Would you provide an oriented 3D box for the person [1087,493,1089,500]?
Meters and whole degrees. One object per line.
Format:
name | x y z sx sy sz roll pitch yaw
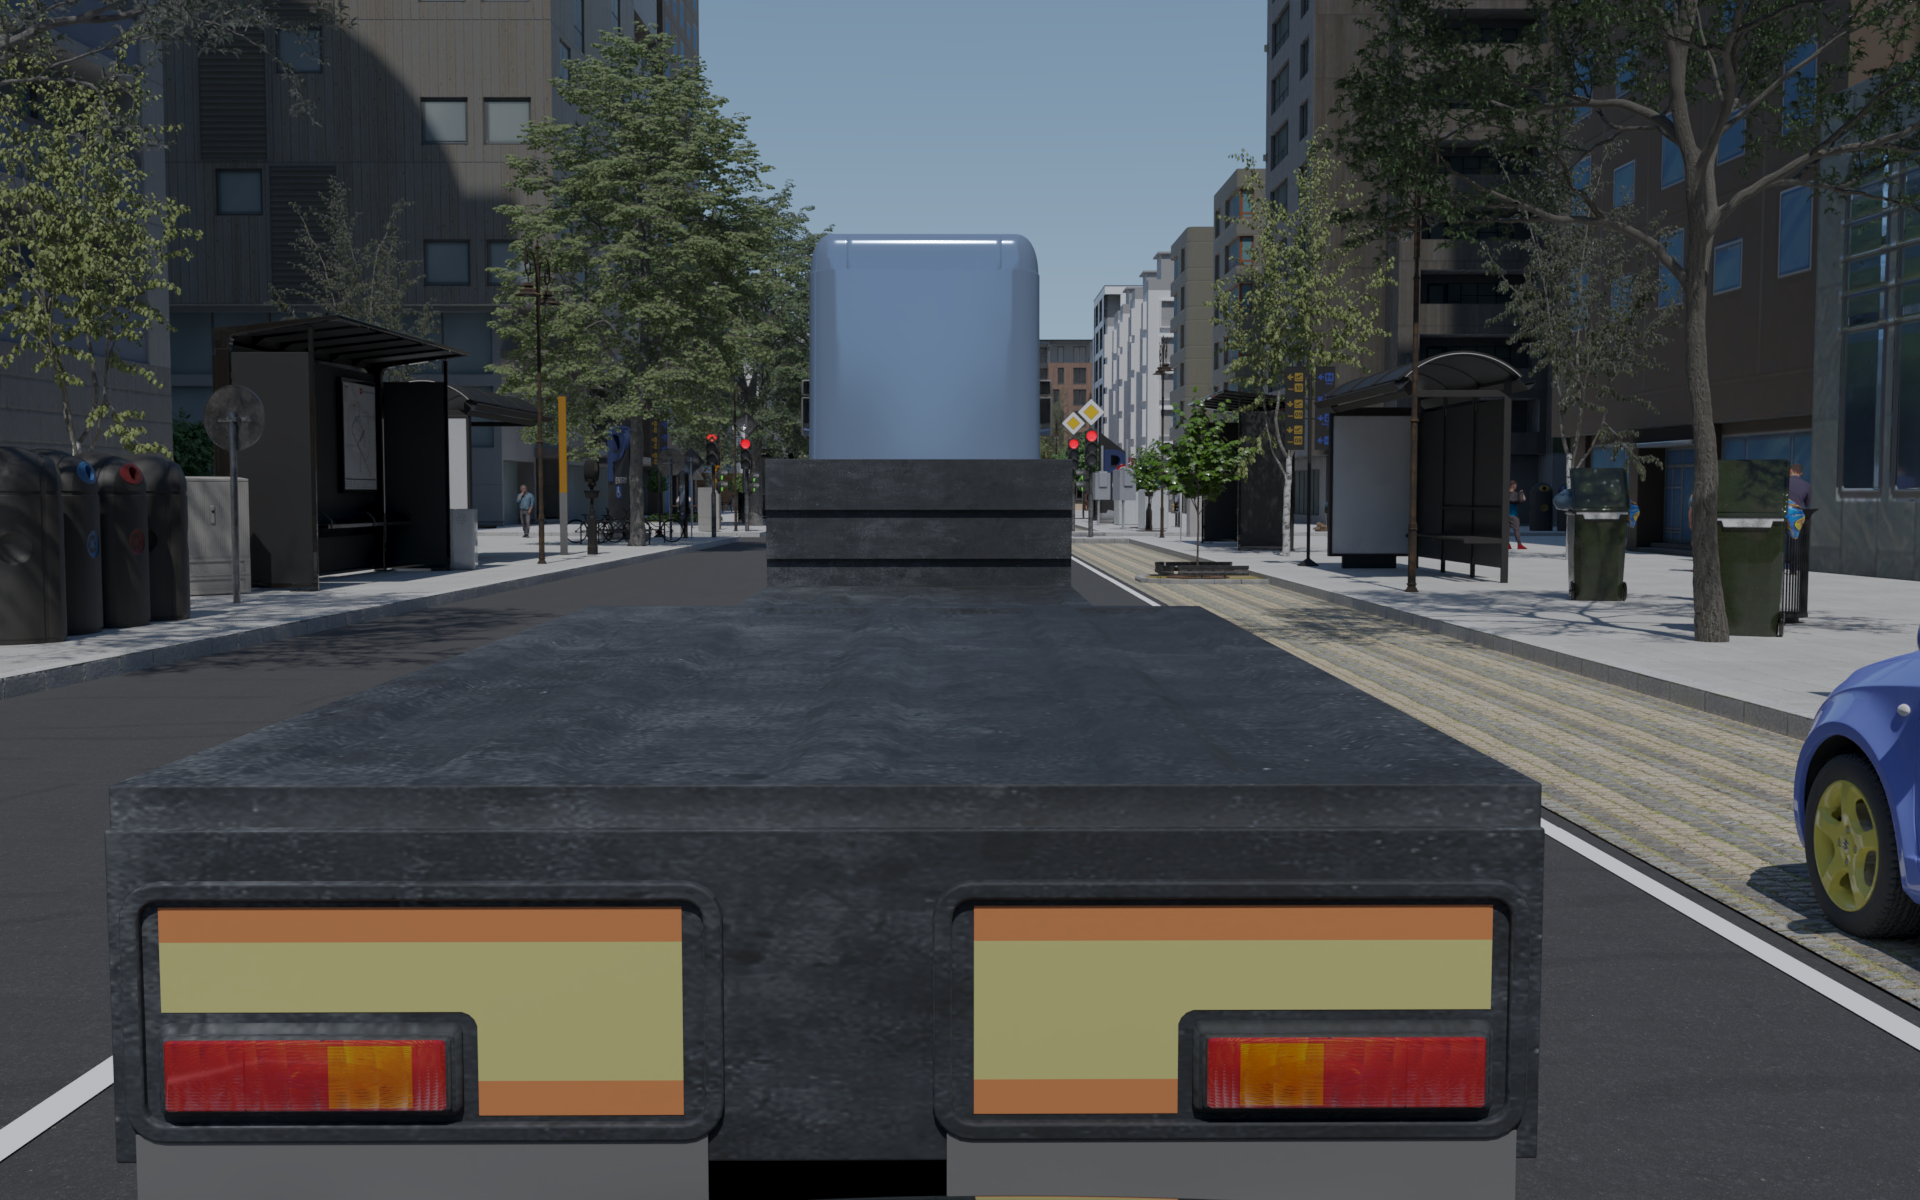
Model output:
person | 9.390 -7.228 125.035 0.431 1.722 0.655 0 4 -6

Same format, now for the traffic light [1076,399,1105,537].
traffic light | 3.844 -3.803 51.108 0.839 4.253 0.868 0 3 0

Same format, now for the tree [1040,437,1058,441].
tree | 6.640 -17.388 194.661 12.009 13.543 11.850 0 3 0

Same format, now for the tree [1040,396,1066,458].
tree | 6.004 -16.602 178.097 9.857 13.997 8.962 0 3 0

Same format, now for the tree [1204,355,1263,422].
tree | 14.834 -8.522 89.697 4.360 8.622 3.978 0 3 0

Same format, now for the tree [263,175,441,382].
tree | -13.835 -5.493 40.170 4.360 8.622 3.978 0 3 0

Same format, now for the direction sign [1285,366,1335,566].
direction sign | 6.201 -2.370 30.746 0.876 3.537 0.379 0 4 0

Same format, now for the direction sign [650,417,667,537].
direction sign | -8.898 -3.625 51.273 0.379 3.537 0.876 1 4 22

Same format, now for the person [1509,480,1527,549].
person | 12.839 -1.966 40.063 0.662 1.594 0.647 -3 5 -43

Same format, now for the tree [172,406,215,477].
tree | -29.037 -4.950 64.650 4.285 4.588 4.351 0 3 0

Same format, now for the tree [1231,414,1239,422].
tree | 11.066 -5.232 69.264 4.285 4.588 4.351 0 3 0

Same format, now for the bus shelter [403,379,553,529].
bus shelter | -9.445 -2.403 33.216 2.014 3.302 5.546 0 4 0

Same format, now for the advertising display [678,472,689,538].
advertising display | -8.058 -2.773 50.552 0.123 1.923 0.974 -1 4 -20

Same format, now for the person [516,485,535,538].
person | -12.769 -2.611 50.946 0.499 1.552 0.429 2 4 29

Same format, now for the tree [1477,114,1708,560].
tree | 11.860 -5.068 33.224 4.360 8.622 3.978 0 3 0

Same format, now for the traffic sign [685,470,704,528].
traffic sign | -10.017 -3.961 64.761 0.884 2.594 0.081 0 4 6

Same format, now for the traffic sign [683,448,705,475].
traffic sign | -7.675 -3.037 49.389 0.795 2.593 0.064 0 4 3

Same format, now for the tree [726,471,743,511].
tree | -16.928 -8.425 132.344 1.663 3.219 1.824 0 3 0

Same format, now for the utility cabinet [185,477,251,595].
utility cabinet | -9.570 -0.803 21.813 0.318 1.500 1.173 3 5 39

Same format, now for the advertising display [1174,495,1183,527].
advertising display | 8.406 -3.755 66.603 0.123 1.923 0.974 0 4 -7

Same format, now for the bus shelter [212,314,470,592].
bus shelter | -8.990 -2.111 25.796 1.731 3.624 6.357 0 3 0

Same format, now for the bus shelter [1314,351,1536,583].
bus shelter | 7.128 -2.041 27.299 2.014 3.302 5.546 0 3 0

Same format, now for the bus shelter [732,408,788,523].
bus shelter | -9.225 -6.323 81.011 2.179 5.291 8.768 0 4 0

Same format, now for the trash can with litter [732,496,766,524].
trash can with litter | -8.841 -3.829 73.656 1.678 1.210 2.233 -2 4 -30

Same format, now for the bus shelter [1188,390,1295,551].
bus shelter | 6.790 -3.107 42.087 1.731 3.624 6.357 0 3 0

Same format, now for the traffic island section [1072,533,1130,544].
traffic island section | 3.884 -1.770 51.222 2.009 0.180 2.903 0 3 0

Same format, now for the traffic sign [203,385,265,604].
traffic sign | -8.485 -1.232 20.247 0.768 2.556 0.104 0 4 7

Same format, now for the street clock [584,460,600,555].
street clock | -7.770 -1.958 36.578 0.358 2.002 0.471 0 4 2

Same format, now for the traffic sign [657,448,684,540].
traffic sign | -8.030 -2.932 48.043 0.768 2.556 0.104 0 4 4

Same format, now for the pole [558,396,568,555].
pole | -8.320 -2.597 36.297 0.158 3.312 0.155 0 3 0

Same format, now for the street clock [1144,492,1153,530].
street clock | 6.685 -3.466 61.237 0.471 2.002 0.358 -1 4 -23

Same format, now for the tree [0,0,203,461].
tree | -12.959 -4.571 25.098 4.737 8.622 4.395 0 3 0

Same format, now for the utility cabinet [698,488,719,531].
utility cabinet | -8.553 -3.076 58.979 0.318 1.500 1.173 -2 4 -30

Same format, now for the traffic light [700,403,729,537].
traffic light | -7.257 -3.803 51.093 0.839 4.253 0.868 0 3 0

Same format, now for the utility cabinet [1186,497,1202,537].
utility cabinet | 7.311 -2.491 51.892 1.020 1.237 0.306 -1 4 -11

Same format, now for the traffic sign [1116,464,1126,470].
traffic sign | 6.924 -4.468 73.154 0.768 2.556 0.104 0 4 4

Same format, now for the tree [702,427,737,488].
tree | -18.190 -10.732 125.827 4.360 8.622 3.978 0 3 0

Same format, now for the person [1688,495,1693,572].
person | 12.222 -1.254 28.423 0.647 1.594 0.662 -1 4 -19

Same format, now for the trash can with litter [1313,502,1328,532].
trash can with litter | 12.627 -2.929 59.281 1.055 1.170 0.624 -2 4 -33

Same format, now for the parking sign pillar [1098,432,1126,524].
parking sign pillar | 6.699 -5.317 75.403 1.447 3.967 1.447 -1 4 -21

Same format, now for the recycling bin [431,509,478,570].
recycling bin | -8.610 -1.035 29.482 0.722 1.027 0.722 -1 4 -11

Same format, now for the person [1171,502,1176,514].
person | 14.088 -6.123 114.080 0.347 0.859 0.695 0 4 -4

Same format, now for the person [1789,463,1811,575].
person | 13.163 -1.293 27.625 0.683 1.767 0.568 0 4 7

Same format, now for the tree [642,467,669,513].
tree | -17.645 -6.469 100.373 1.663 3.219 1.824 0 3 0

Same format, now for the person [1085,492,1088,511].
person | 9.608 -7.565 131.995 0.482 1.546 0.388 3 4 38

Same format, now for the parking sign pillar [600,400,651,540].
parking sign pillar | -9.515 -3.712 49.171 1.447 3.967 1.447 -3 4 -38

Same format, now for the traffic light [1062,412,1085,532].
traffic light | 3.844 -4.292 59.093 0.839 4.253 0.868 0 3 0

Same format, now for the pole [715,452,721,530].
pole | -8.677 -4.175 62.101 0.158 3.312 0.155 0 3 0

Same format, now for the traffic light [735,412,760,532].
traffic light | -7.257 -4.291 59.078 0.839 4.253 0.868 0 3 0
